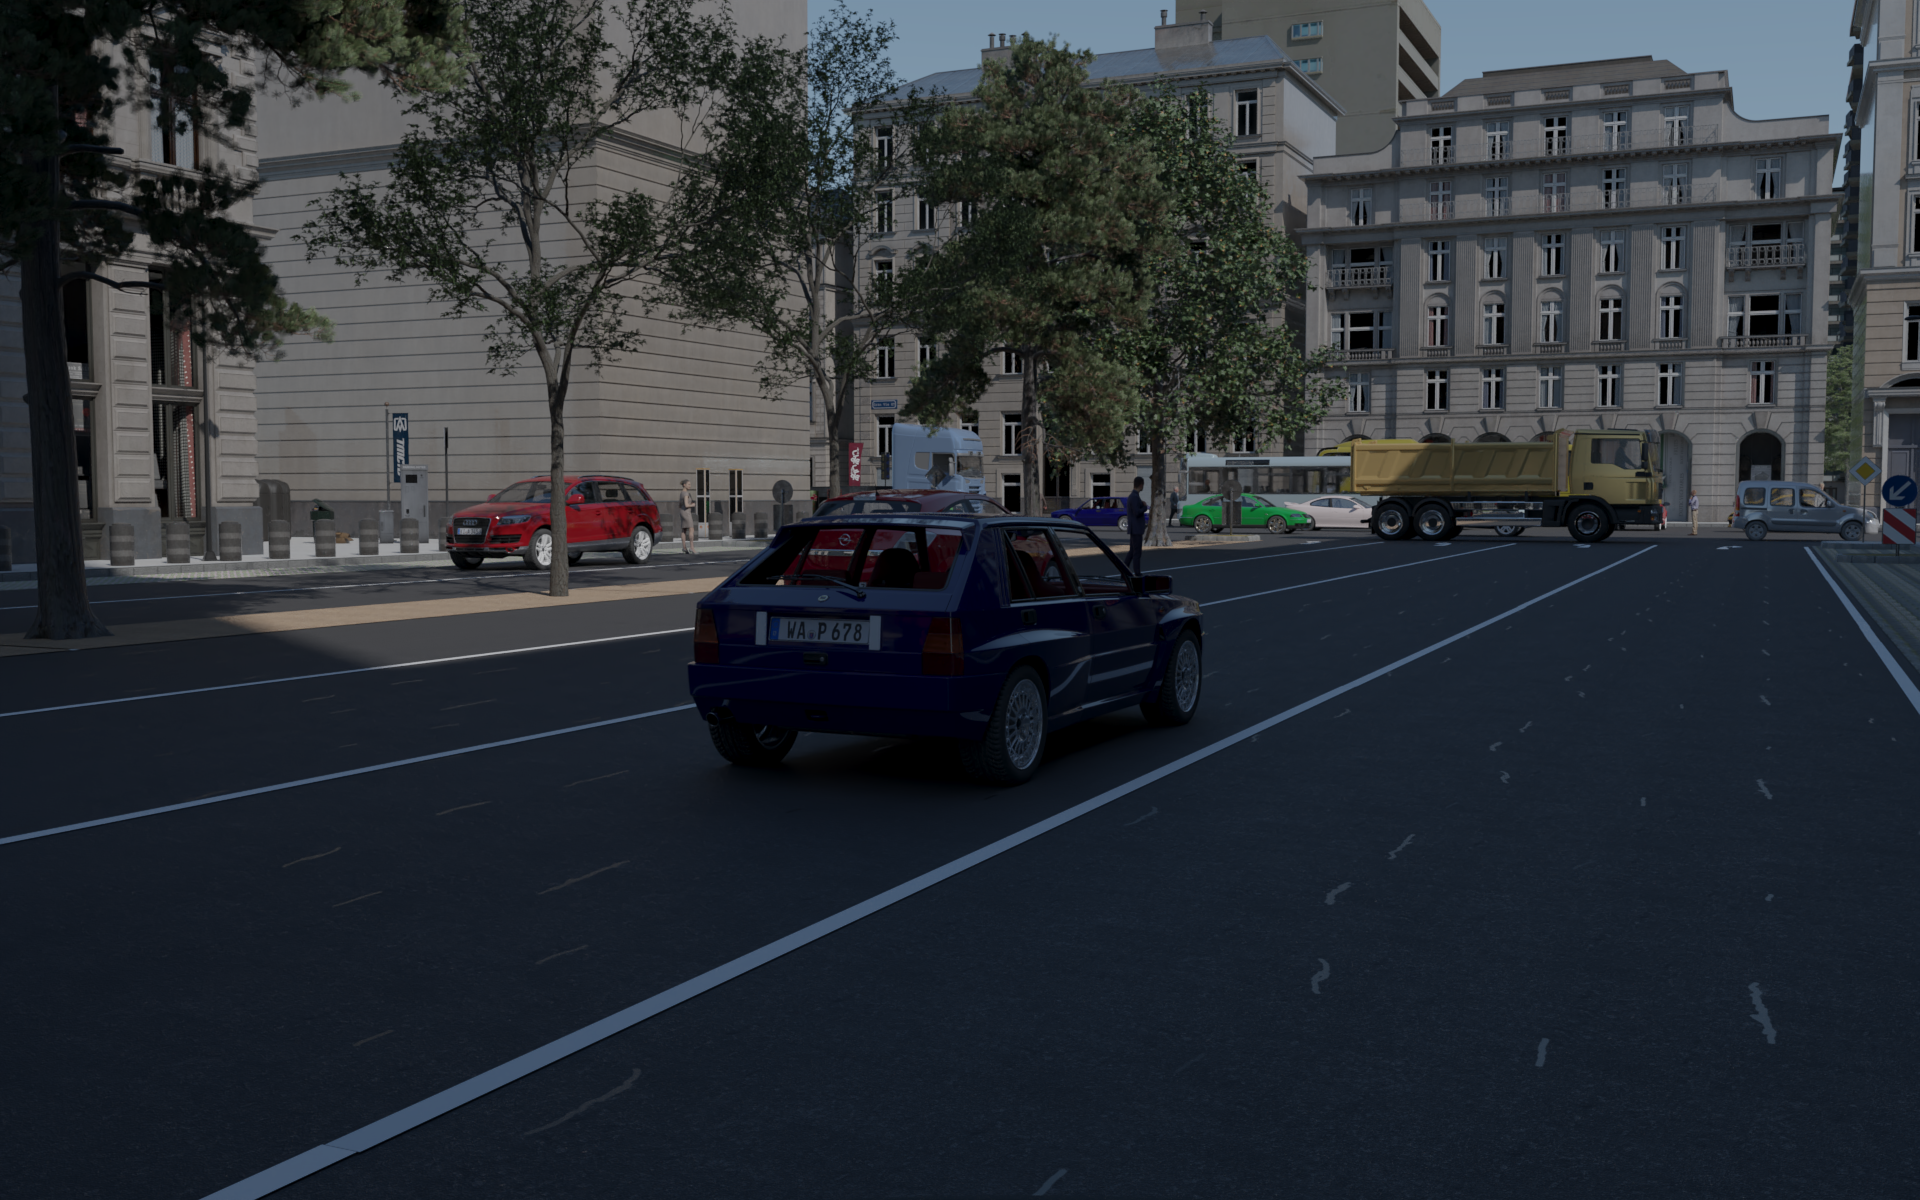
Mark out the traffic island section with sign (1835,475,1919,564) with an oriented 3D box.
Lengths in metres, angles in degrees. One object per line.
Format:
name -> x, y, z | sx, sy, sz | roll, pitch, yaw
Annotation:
traffic island section with sign -> 19.470, -1.688, 36.232 | 1.989, 1.847, 2.006 | 2, 4, 25

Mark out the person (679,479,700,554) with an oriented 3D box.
person -> -6.481, -1.987, 41.320 | 0.374, 1.781, 0.599 | -2, 4, -28

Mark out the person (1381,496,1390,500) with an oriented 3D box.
person -> 15.688, -3.386, 63.957 | 0.391, 1.810, 0.635 | 1, 4, 21

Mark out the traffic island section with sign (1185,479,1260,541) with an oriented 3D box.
traffic island section with sign -> 8.191, -2.765, 53.350 | 2.006, 1.907, 1.989 | 2, 4, 25

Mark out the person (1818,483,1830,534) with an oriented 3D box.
person -> 30.919, -3.300, 62.332 | 0.818, 1.842, 0.514 | 3, 5, 42

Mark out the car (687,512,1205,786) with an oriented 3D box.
car -> 0.136, 0.155, 10.050 | 1.945, 1.354, 3.894 | 2, 4, 26

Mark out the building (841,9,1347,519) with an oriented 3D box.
building -> 7.392, -18.271, 95.994 | 25.104, 27.353, 12.463 | 2, 4, 25

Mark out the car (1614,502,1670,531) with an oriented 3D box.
car -> 26.966, -3.648, 68.678 | 2.155, 1.783, 4.494 | 2, 4, 26

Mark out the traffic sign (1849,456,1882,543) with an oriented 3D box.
traffic sign -> 23.872, -2.573, 45.719 | 0.795, 2.450, 0.064 | 2, 4, 25

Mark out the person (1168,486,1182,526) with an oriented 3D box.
person -> 9.625, -4.155, 76.833 | 0.834, 1.777, 0.661 | 2, 4, 32

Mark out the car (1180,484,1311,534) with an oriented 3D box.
car -> 10.385, -3.314, 62.974 | 4.718, 1.807, 1.959 | 2, 4, 26

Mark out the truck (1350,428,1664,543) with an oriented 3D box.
truck -> 17.010, -3.471, 52.668 | 9.791, 3.379, 3.469 | 2, 4, 26

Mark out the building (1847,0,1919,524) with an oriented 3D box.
building -> 50.400, -17.731, 75.807 | 20.117, 28.700, 13.634 | 2, 4, 25

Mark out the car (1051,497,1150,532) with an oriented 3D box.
car -> 5.491, -3.336, 67.121 | 3.894, 1.354, 1.945 | 2, 4, 27

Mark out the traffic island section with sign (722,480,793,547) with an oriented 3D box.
traffic island section with sign -> -5.134, -2.363, 47.259 | 1.989, 1.847, 2.006 | 2, 4, 25

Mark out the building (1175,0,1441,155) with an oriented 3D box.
building -> 31.053, -32.721, 158.695 | 21.300, 48.544, 21.600 | 2, 4, 25

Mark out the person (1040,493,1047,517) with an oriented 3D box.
person -> 3.493, -4.291, 79.219 | 0.990, 1.755, 0.434 | -1, 4, -11

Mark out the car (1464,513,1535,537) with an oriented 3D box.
car -> 17.344, -3.106, 59.458 | 5.304, 1.827, 2.281 | 2, 4, 26

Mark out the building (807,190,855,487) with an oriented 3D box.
building -> -13.717, -14.697, 104.926 | 19.286, 19.102, 10.561 | 2, 4, 25

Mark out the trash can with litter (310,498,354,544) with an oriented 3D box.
trash can with litter -> -16.307, -2.055, 44.987 | 1.055, 1.170, 0.624 | 0, 4, 2

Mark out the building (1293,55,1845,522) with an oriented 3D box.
building -> 29.996, -14.925, 85.818 | 24.055, 21.916, 13.314 | 2, 4, 25

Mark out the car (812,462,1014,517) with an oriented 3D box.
car -> -0.265, -0.619, 19.157 | 2.155, 1.783, 4.494 | 2, 4, 24

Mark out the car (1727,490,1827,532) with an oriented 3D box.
car -> 30.870, -3.335, 64.747 | 3.980, 1.641, 2.015 | 2, 4, 27

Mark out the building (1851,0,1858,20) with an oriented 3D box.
building -> 85.487, -29.885, 143.250 | 22.147, 44.769, 28.867 | 2, 4, 25

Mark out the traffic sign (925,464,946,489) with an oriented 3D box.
traffic sign -> -0.820, -3.276, 57.211 | 0.795, 2.450, 0.064 | 2, 4, 25

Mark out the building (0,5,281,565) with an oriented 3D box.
building -> -23.015, -12.283, 29.698 | 11.050, 23.489, 19.941 | 2, 4, 25

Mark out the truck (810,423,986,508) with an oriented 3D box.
truck -> -7.364, -4.834, 68.798 | 18.799, 4.110, 2.967 | 2, 4, 24

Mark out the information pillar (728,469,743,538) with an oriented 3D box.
information pillar -> -6.602, -2.846, 51.022 | 0.304, 2.012, 0.304 | 2, 4, 34

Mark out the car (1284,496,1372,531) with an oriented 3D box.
car -> 14.954, -3.352, 67.159 | 4.827, 1.381, 2.083 | 2, 4, 25

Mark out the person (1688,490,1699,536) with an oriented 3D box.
person -> 25.405, -3.025, 60.015 | 0.319, 1.574, 0.516 | 3, 4, 39

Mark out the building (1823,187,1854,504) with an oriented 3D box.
building -> 113.293, -33.070, 224.288 | 14.086, 41.232, 14.154 | 2, 4, 25

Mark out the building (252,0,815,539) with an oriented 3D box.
building -> -18.233, -15.847, 56.366 | 25.104, 27.353, 12.463 | 2, 4, 25

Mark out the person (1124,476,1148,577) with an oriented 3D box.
person -> 2.770, -1.089, 27.226 | 0.530, 1.710, 0.541 | 1, 4, 11

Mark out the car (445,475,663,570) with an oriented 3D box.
car -> -8.016, -1.576, 34.445 | 2.281, 1.827, 5.304 | 2, 4, 24
